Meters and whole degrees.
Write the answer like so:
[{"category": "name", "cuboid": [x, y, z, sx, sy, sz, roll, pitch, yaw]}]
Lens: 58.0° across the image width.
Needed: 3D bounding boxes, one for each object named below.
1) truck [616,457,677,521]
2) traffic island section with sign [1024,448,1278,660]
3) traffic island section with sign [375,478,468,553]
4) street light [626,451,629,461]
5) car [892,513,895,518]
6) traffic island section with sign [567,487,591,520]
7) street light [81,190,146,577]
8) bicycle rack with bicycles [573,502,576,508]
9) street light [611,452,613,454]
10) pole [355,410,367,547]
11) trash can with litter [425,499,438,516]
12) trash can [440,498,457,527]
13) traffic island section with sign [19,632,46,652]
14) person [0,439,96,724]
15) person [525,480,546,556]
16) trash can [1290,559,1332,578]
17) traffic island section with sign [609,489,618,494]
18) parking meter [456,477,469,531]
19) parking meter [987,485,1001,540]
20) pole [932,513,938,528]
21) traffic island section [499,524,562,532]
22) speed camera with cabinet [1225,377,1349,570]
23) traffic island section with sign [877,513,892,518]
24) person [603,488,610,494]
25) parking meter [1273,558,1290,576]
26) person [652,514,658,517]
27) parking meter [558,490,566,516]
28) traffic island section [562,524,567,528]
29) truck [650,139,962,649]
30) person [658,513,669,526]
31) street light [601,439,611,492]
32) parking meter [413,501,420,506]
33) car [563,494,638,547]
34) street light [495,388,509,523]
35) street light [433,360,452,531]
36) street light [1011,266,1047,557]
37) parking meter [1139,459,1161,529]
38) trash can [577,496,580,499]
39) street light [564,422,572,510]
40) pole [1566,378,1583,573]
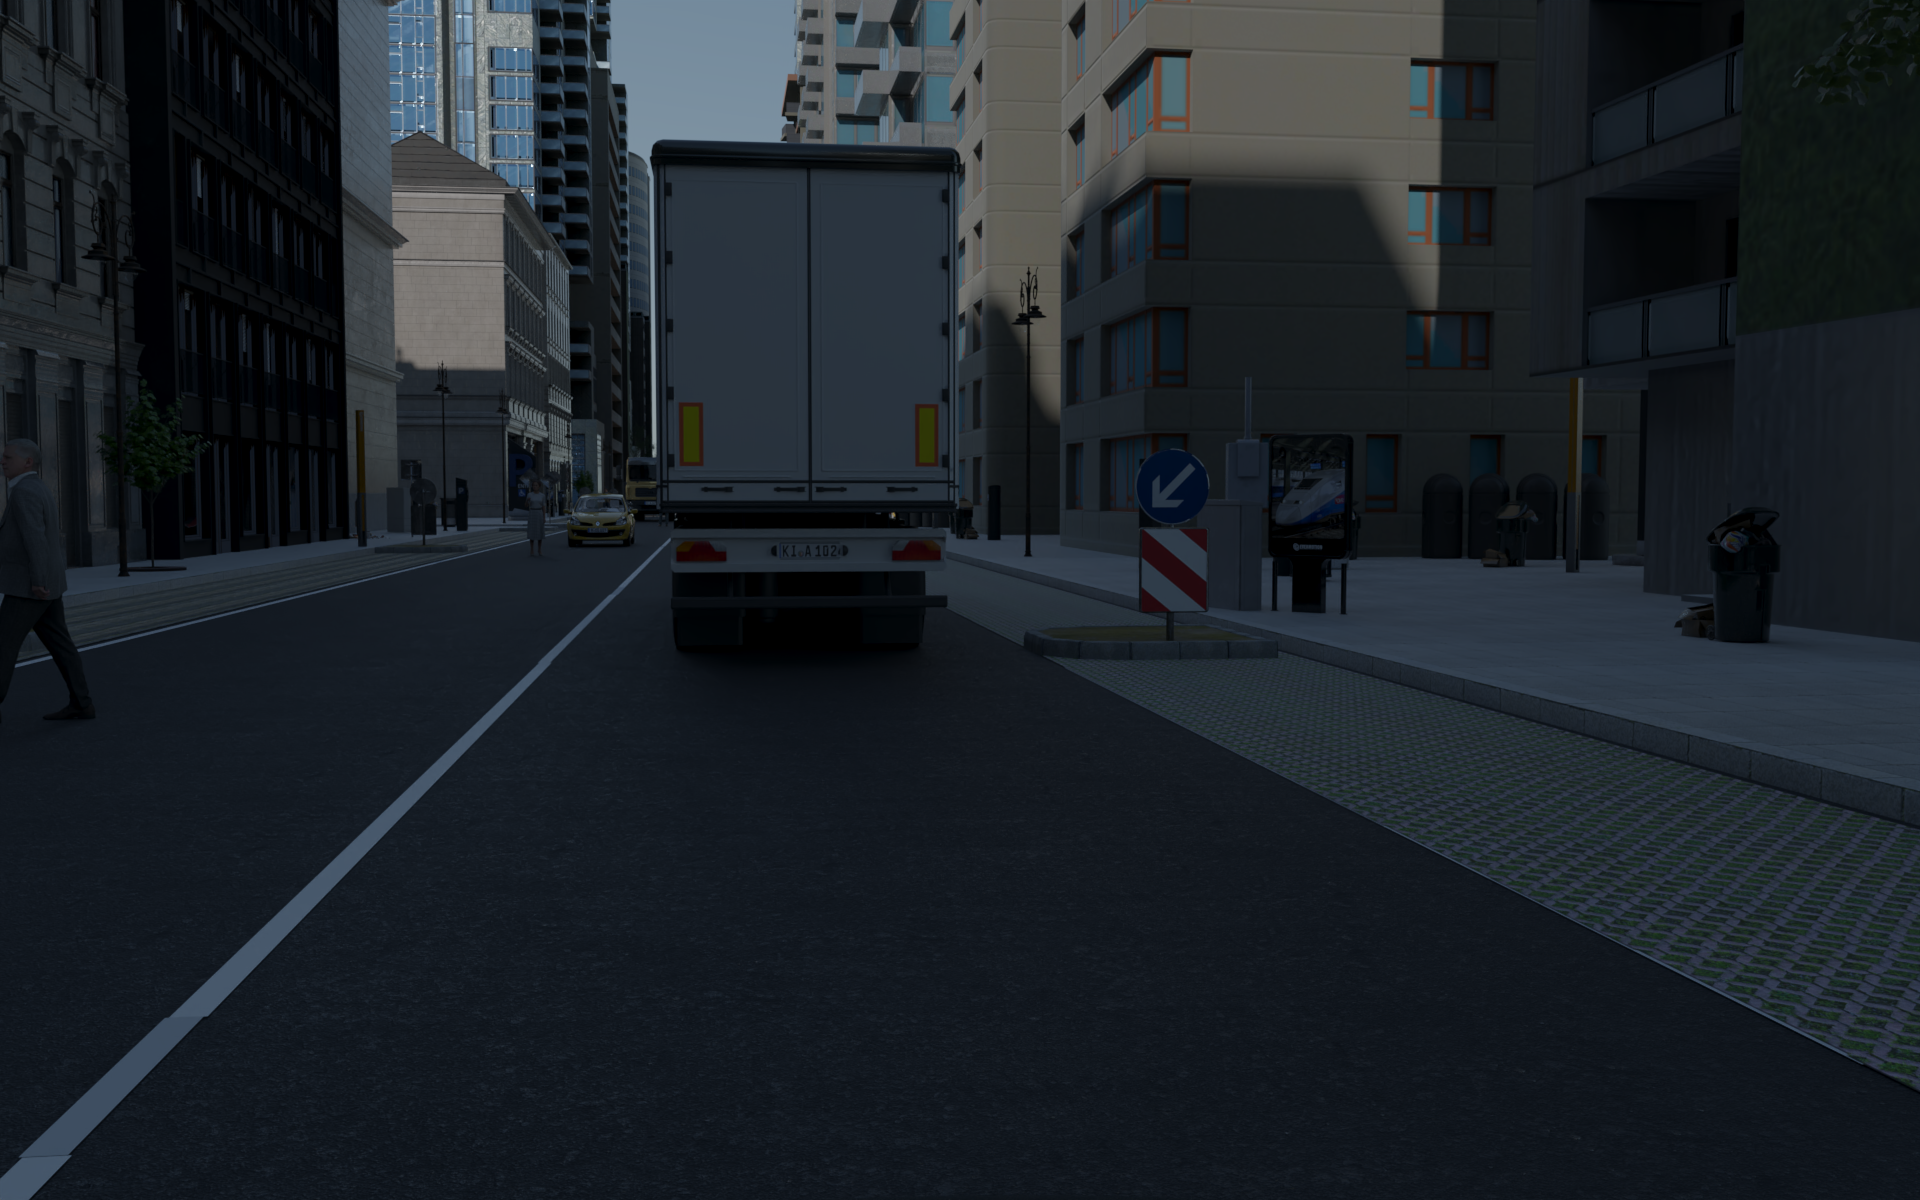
[{"category": "truck", "cuboid": [-16.530, -5.951, 93.219, 3.469, 3.379, 9.791, 0, 4, -8]}, {"category": "traffic island section with sign", "cuboid": [1.638, -0.440, 15.815, 1.989, 1.847, 2.006, 0, 4, -8]}, {"category": "traffic island section with sign", "cuboid": [-13.221, -2.080, 42.637, 1.989, 1.847, 2.006, 0, 4, -8]}, {"category": "street light", "cuboid": [-35.169, -12.905, 183.791, 0.468, 5.910, 1.993, 0, 4, -8]}, {"category": "car", "cuboid": [-0.941, -3.940, 74.636, 3.980, 1.641, 2.015, -1, 4, -8]}, {"category": "traffic island section with sign", "cuboid": [-20.792, -5.363, 96.311, 1.989, 1.847, 2.006, 0, 4, -8]}, {"category": "street light", "cuboid": [-13.010, -3.302, 26.770, 0.468, 5.910, 1.993, 0, 4, -8]}, {"category": "bicycle rack with bicycles", "cuboid": [-31.589, -7.784, 140.652, 2.852, 0.926, 2.925, 1, 4, 14]}, {"category": "street light", "cuboid": [-30.458, -10.878, 150.646, 0.468, 5.910, 1.993, 0, 4, -8]}, {"category": "pole", "cuboid": [-14.554, -2.951, 42.088, 0.158, 3.312, 0.155, 0, 3, 0]}, {"category": "trash can with litter", "cuboid": [-22.991, -3.855, 74.413, 1.055, 1.170, 0.624, -1, 4, -18]}, {"category": "trash can", "cuboid": [-19.827, -3.398, 67.215, 0.748, 1.137, 0.748, 0, 3, 0]}, {"category": "traffic island section with sign", "cuboid": [-9.454, -0.446, 15.913, 1.989, 1.847, 2.006, 0, 4, -8]}, {"category": "person", "cuboid": [-5.888, -0.117, 10.815, 0.834, 1.777, 0.661, -2, 4, -29]}, {"category": "person", "cuboid": [-9.874, -1.911, 40.313, 0.480, 1.755, 0.524, -1, 4, -23]}, {"category": "trash can", "cuboid": [5.187, -0.852, 25.586, 0.748, 1.137, 0.748, 0, 3, 0]}, {"category": "traffic island section with sign", "cuboid": [-24.598, -7.010, 123.246, 1.989, 1.847, 2.006, 0, 4, -8]}, {"category": "parking meter", "cuboid": [-17.289, -3.331, 60.179, 0.399, 1.863, 0.255, 0, 4, -6]}, {"category": "parking meter", "cuboid": [0.949, -2.429, 48.122, 0.372, 1.533, 0.369, 0, 3, 0]}, {"category": "pole", "cuboid": [-0.858, -4.036, 59.839, 0.158, 3.312, 0.155, 0, 3, 0]}, {"category": "traffic island section", "cuboid": [-16.661, -2.741, 67.097, 2.009, 0.180, 2.903, 0, 4, -8]}, {"category": "speed camera with cabinet", "cuboid": [5.575, -2.151, 29.509, 2.038, 3.252, 0.660, 0, 4, 4]}, {"category": "traffic island section with sign", "cuboid": [-2.202, -2.105, 43.045, 1.989, 1.847, 2.006, 0, 4, -8]}, {"category": "person", "cuboid": [-23.159, -6.406, 113.148, 0.836, 1.842, 0.656, 3, 4, 38]}, {"category": "parking meter", "cuboid": [5.090, -1.143, 27.101, 0.372, 1.533, 0.369, 0, 3, 0]}, {"category": "person", "cuboid": [-19.093, -5.765, 107.780, 0.505, 1.210, 0.382, -2, 4, -30]}, {"category": "parking meter", "cuboid": [-26.583, -6.579, 115.978, 0.372, 1.533, 0.369, 0, 3, 0]}, {"category": "traffic island section", "cuboid": [-17.776, -3.225, 75.004, 2.009, 0.180, 2.903, 0, 4, -8]}, {"category": "truck", "cuboid": [-1.971, -1.866, 19.422, 2.839, 4.237, 11.283, 0, 4, -8]}, {"category": "person", "cuboid": [-13.178, -4.182, 77.053, 0.661, 1.801, 0.590, -2, 4, -27]}, {"category": "street light", "cuboid": [-29.274, -10.382, 142.531, 0.468, 5.910, 1.993, 0, 4, -8]}, {"category": "parking meter", "cuboid": [-19.204, -3.224, 61.125, 0.372, 1.533, 0.369, 0, 3, 0]}, {"category": "car", "cuboid": [-10.025, -2.340, 48.486, 2.015, 1.641, 3.980, -1, 4, -8]}, {"category": "street light", "cuboid": [-19.971, -6.295, 75.719, 0.468, 5.910, 1.993, 0, 4, -8]}, {"category": "street light", "cuboid": [-17.882, -5.335, 60.007, 0.468, 5.910, 1.993, 0, 4, -8]}, {"category": "street light", "cuboid": [1.396, -3.827, 35.359, 0.468, 5.910, 1.993, 0, 4, -8]}, {"category": "parking meter", "cuboid": [3.156, -1.408, 28.733, 0.255, 1.863, 0.399, 2, 4, 32]}, {"category": "trash can", "cuboid": [-25.837, -6.544, 118.645, 0.748, 1.137, 0.748, 0, 3, 0]}, {"category": "street light", "cuboid": [-24.569, -8.318, 108.792, 0.468, 5.910, 1.993, 0, 4, -8]}, {"category": "pole", "cuboid": [10.016, -2.102, 28.217, 0.158, 3.312, 0.155, 0, 3, 0]}]
